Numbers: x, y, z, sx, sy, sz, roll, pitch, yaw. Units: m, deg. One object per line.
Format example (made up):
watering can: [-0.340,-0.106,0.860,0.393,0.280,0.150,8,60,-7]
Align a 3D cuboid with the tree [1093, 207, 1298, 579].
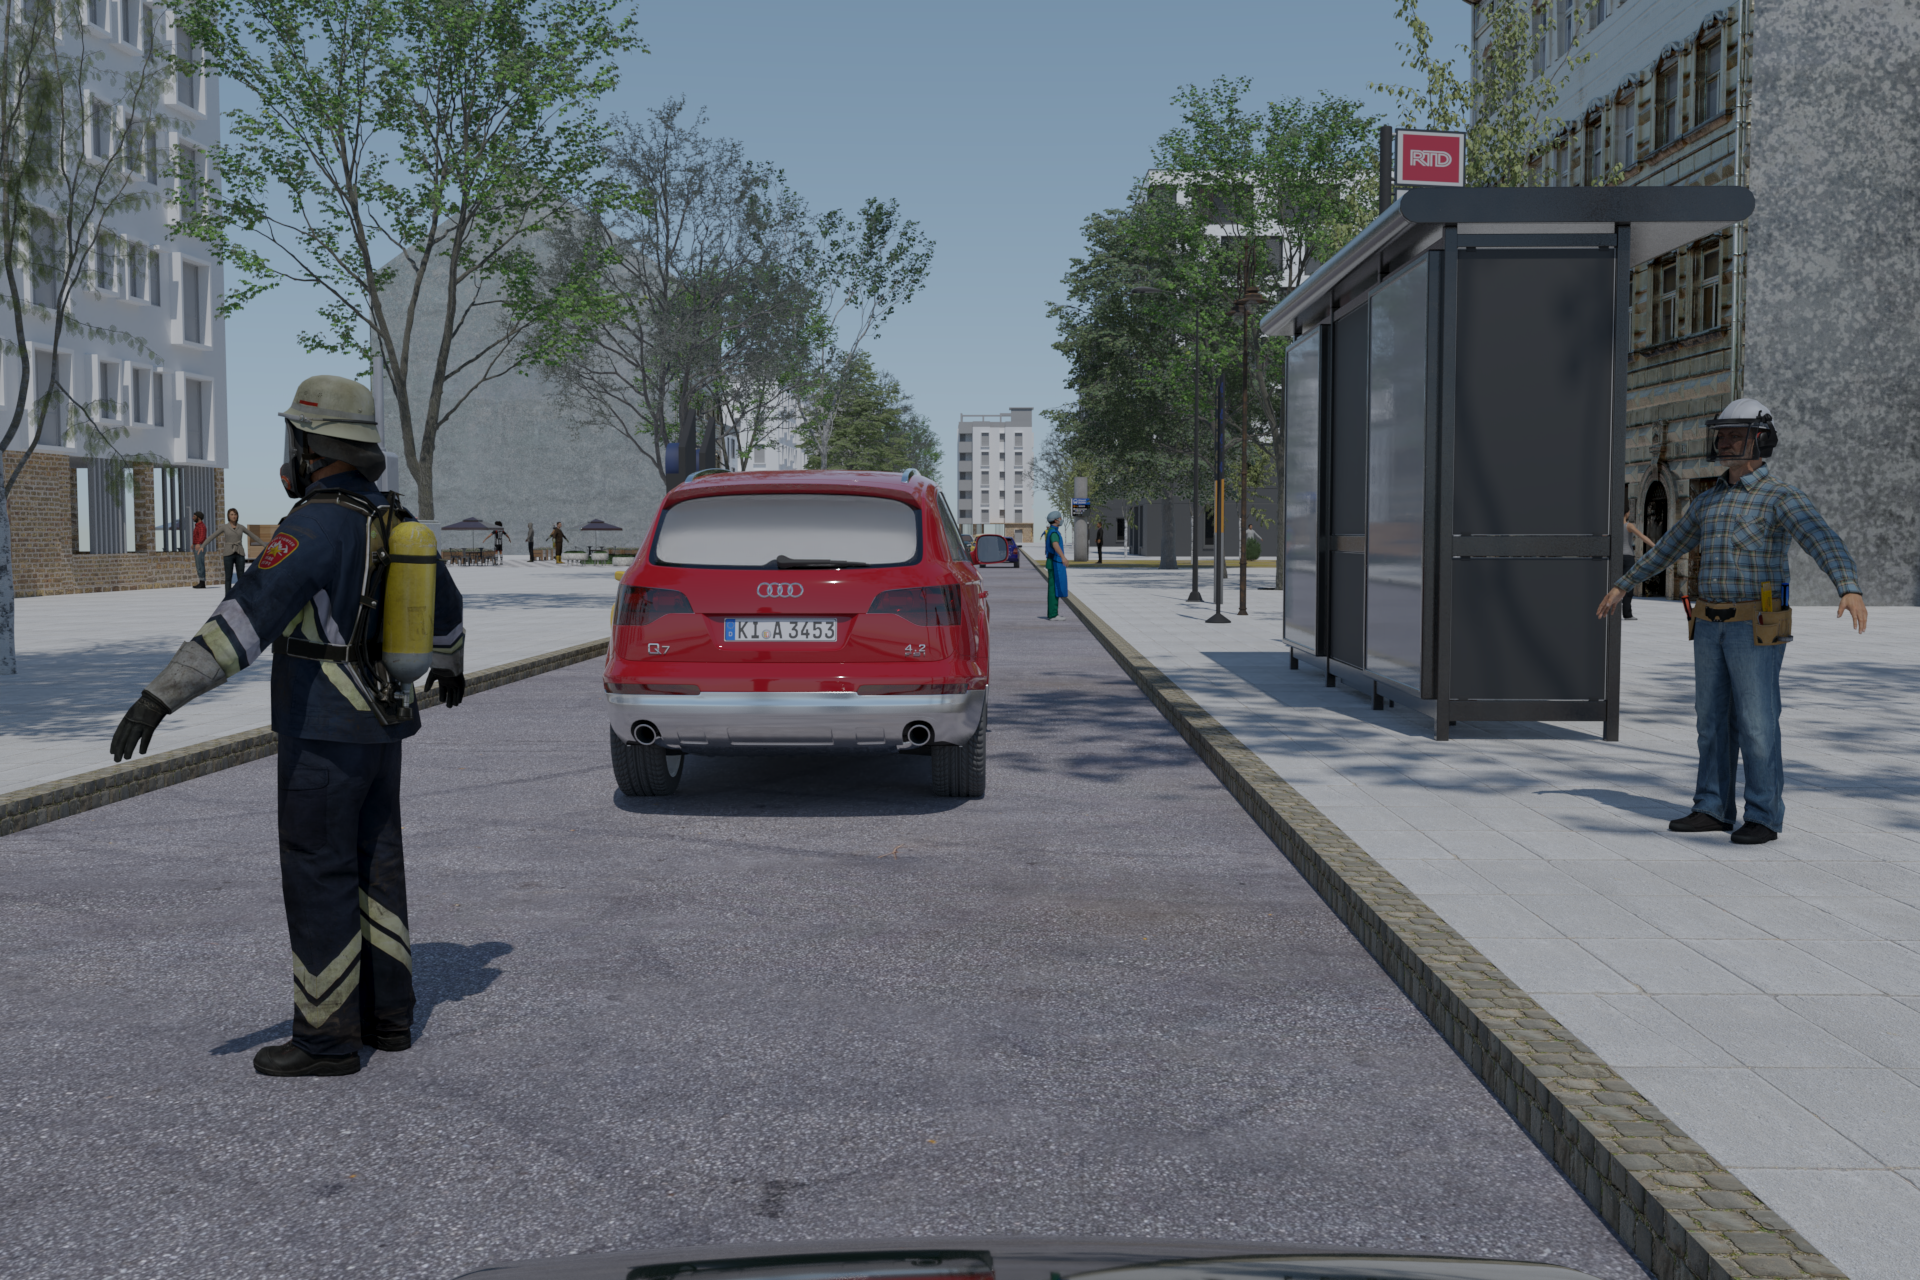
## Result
tree: [7.244,-7.049,49.666,7.601,10.594,8.767,1,4,15]

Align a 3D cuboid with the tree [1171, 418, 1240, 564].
tree: [9.796,-7.541,73.661,4.360,8.622,3.978,0,3,0]

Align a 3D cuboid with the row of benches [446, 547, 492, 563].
row of benches: [-22.549,-3.896,79.167,1.422,0.672,4.104,1,4,9]

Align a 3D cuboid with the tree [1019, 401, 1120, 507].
tree: [10.566,-14.989,155.434,12.009,13.543,11.850,0,3,0]

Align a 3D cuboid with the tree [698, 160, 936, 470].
tree: [-8.483,-14.305,89.768,12.611,20.169,13.585,0,3,0]

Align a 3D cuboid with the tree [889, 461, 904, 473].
tree: [-6.072,-11.469,137.873,4.360,8.622,3.978,0,3,0]

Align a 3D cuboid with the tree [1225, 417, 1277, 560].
tree: [13.741,-8.182,84.145,4.737,8.622,4.395,0,3,0]

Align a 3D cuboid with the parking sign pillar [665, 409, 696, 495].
parking sign pillar: [-5.890,-2.947,36.652,1.447,3.967,1.447,0,4,1]

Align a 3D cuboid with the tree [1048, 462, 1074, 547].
tree: [10.279,-13.349,168.624,4.737,8.622,4.395,0,3,0]

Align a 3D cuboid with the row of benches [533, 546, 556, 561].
row of benches: [-20.212,-4.198,84.107,1.422,0.672,4.104,0,4,-4]

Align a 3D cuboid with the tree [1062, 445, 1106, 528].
tree: [9.947,-11.364,136.168,4.737,8.622,4.395,0,3,0]

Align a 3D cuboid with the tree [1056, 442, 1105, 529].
tree: [9.115,-10.884,128.316,4.360,8.622,3.978,0,3,0]

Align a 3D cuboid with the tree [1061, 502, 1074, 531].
tree: [17.229,-19.053,261.871,4.737,8.622,4.395,0,3,0]

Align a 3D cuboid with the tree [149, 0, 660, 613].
tree: [-8.708,-6.233,27.666,9.928,11.665,9.643,0,3,0]

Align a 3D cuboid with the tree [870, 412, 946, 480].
tree: [-5.096,-13.623,148.487,9.928,11.665,9.643,0,3,0]

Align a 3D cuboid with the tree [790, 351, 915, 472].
tree: [-6.605,-11.563,107.187,7.486,12.596,7.792,0,3,0]

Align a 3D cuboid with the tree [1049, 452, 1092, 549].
tree: [9.612,-12.029,147.036,4.360,8.622,3.978,0,3,0]

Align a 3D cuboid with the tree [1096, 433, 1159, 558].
tree: [9.019,-8.632,91.500,4.737,8.622,4.395,0,3,0]

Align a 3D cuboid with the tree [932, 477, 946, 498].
tree: [-5.560,-19.851,258.975,7.601,10.594,8.767,1,4,10]

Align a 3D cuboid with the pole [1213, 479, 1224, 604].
pole: [4.721,-2.307,31.564,0.158,3.312,0.155,0,3,0]

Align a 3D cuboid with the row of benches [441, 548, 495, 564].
row of benches: [-21.377,-3.607,74.433,1.422,0.672,4.104,1,4,19]

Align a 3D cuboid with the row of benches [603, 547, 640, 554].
row of benches: [-16.278,-4.170,83.639,1.422,0.672,4.104,-2,4,-33]

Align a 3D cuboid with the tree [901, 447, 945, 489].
tree: [-5.326,-15.010,171.171,9.928,11.665,9.643,0,3,0]

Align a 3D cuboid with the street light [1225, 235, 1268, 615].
street light: [4.468,-3.327,27.192,0.468,5.910,1.993,0,4,1]

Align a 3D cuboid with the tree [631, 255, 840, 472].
tree: [-8.186,-8.406,63.194,9.928,11.665,9.643,0,3,0]

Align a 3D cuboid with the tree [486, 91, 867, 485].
tree: [-8.245,-8.481,49.033,12.009,13.543,11.850,0,3,0]

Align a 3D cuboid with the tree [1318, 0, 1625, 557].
tree: [6.530,-4.417,22.578,4.737,8.622,4.395,0,3,0]

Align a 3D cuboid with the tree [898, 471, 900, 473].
tree: [-4.945,-12.990,162.749,4.360,8.622,3.978,0,3,0]

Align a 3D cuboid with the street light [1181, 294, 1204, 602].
street light: [4.997,-3.676,32.642,1.470,5.913,1.316,0,4,1]

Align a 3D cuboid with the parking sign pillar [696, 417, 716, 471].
parking sign pillar: [-5.851,-3.108,39.284,1.447,3.967,1.447,0,4,2]

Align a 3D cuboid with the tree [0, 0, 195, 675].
tree: [-8.768,-4.005,15.837,4.360,8.622,3.978,0,3,0]

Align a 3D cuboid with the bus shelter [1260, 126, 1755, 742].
bus shelter: [3.875,-2.274,14.808,2.179,5.291,8.768,0,4,2]

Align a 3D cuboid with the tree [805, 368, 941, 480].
tree: [-6.167,-13.267,127.288,12.009,13.543,11.850,0,3,0]

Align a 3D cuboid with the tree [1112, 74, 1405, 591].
tree: [7.308,-6.947,39.341,9.928,11.665,9.643,0,3,0]

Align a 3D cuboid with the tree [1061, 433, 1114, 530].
tree: [8.486,-9.980,113.537,4.737,8.622,4.395,0,3,0]

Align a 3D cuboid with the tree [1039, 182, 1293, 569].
tree: [7.554,-9.537,62.588,9.857,13.997,8.962,0,3,0]
